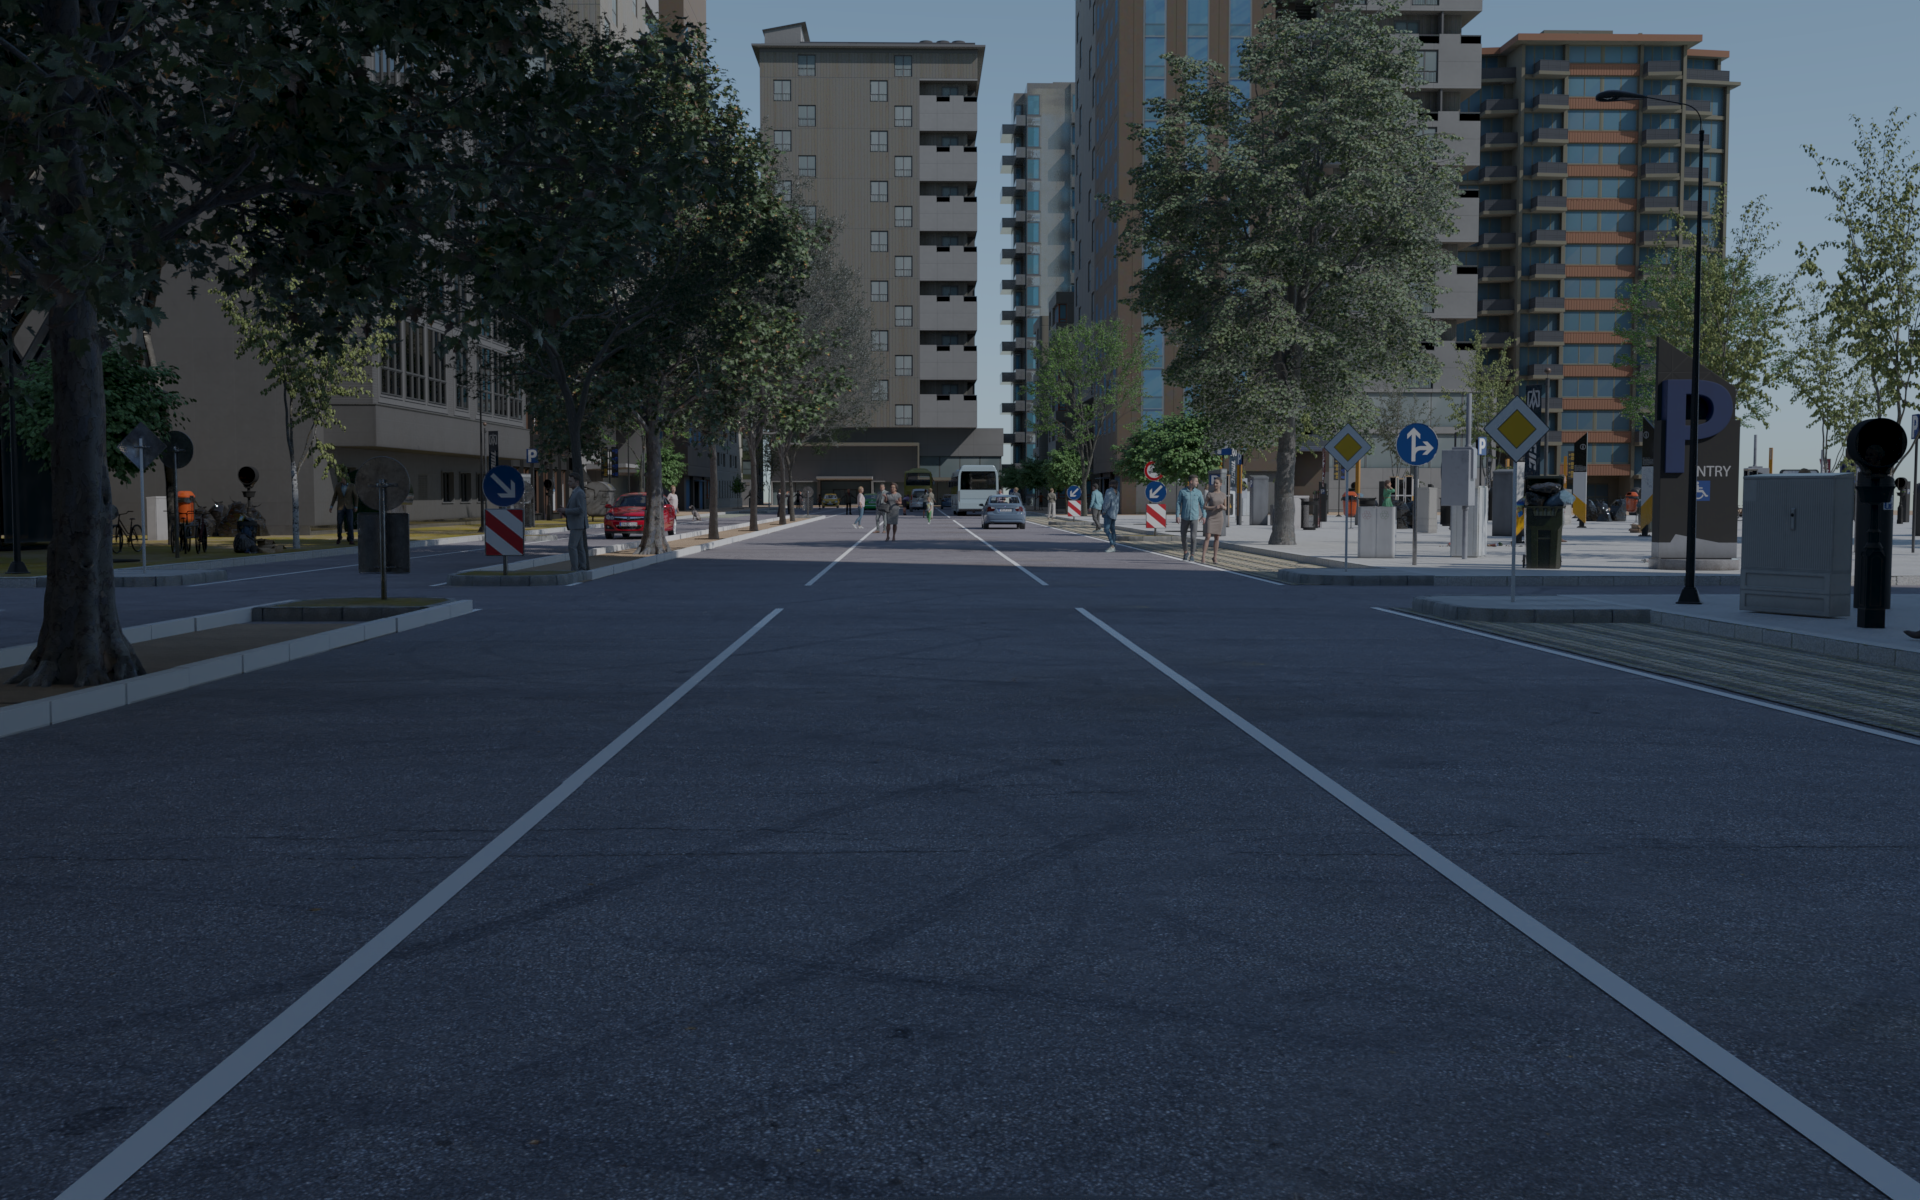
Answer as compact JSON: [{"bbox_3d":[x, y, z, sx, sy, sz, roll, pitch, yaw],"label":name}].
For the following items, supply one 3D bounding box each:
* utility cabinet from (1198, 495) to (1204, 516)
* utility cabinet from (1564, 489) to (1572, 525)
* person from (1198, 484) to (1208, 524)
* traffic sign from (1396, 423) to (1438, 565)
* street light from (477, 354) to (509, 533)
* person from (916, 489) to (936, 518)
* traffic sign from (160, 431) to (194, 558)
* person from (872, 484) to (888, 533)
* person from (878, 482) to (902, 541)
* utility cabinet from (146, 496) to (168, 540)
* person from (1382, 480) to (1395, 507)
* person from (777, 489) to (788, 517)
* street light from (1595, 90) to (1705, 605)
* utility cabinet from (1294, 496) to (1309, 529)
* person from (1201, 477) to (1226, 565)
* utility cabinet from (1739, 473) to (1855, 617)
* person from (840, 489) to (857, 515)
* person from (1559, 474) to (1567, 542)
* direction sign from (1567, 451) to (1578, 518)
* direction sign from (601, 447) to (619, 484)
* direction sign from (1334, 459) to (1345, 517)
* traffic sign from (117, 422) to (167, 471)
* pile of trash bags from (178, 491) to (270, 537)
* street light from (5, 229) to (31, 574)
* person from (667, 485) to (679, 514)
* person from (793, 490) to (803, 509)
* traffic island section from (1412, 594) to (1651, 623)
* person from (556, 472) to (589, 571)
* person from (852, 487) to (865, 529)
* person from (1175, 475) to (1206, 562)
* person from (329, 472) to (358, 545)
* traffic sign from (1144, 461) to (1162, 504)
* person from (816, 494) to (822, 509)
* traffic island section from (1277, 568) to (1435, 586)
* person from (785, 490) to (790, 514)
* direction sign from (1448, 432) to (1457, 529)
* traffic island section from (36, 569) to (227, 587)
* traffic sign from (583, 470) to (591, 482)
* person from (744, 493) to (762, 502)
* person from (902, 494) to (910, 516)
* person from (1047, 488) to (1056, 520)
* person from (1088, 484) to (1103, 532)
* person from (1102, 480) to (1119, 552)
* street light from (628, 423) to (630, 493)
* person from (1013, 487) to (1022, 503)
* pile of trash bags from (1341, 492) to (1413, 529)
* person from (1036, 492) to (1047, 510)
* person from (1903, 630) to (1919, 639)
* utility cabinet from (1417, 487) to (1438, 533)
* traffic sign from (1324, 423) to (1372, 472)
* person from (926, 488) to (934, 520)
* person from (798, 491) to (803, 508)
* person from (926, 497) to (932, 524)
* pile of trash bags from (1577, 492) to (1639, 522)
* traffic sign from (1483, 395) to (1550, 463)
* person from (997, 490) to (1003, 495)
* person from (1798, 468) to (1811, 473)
[{"bbox_3d":[13.995,-5.386,99.219,1.020,1.237,0.306,1,4,12],"label":"utility cabinet"},{"bbox_3d":[24.935,-3.861,71.806,1.173,1.500,0.318,-3,5,-42],"label":"utility cabinet"},{"bbox_3d":[9.369,-3.618,65.946,0.760,1.731,0.466,-1,4,-13],"label":"person"},{"bbox_3d":[8.195,-1.899,31.153,0.768,2.556,0.104,0,4,-1],"label":"traffic sign"},{"bbox_3d":[-15.397,-5.206,57.659,1.470,5.913,1.316,0,4,-1],"label":"street light"},{"bbox_3d":[-2.059,-5.857,105.053,1.217,1.735,0.721,1,4,11],"label":"person"},{"bbox_3d":[-15.734,-2.118,34.741,0.768,2.556,0.104,0,4,6],"label":"traffic sign"},{"bbox_3d":[-2.855,-3.354,63.445,0.635,1.810,0.391,2,4,23],"label":"person"},{"bbox_3d":[-2.133,-2.666,52.445,0.716,1.782,0.532,0,4,3],"label":"person"},{"bbox_3d":[-22.414,-2.286,48.545,0.306,1.237,1.020,0,4,2],"label":"utility cabinet"},{"bbox_3d":[15.469,-3.455,62.781,0.529,1.795,0.600,0,4,5],"label":"person"},{"bbox_3d":[-10.761,-5.855,105.037,0.742,1.727,0.445,0,4,1],"label":"person"},{"bbox_3d":[8.002,-2.908,20.093,1.470,5.913,1.316,0,4,-1],"label":"street light"},{"bbox_3d":[12.421,-3.211,63.667,0.306,1.237,1.020,3,5,44],"label":"utility cabinet"},{"bbox_3d":[5.177,-1.615,35.251,0.599,1.781,0.374,-1,4,-12],"label":"person"},{"bbox_3d":[8.832,-0.590,18.328,0.318,1.500,1.173,-1,4,-22],"label":"utility cabinet"},{"bbox_3d":[-7.663,-6.772,119.355,1.348,1.807,0.705,-1,4,-21],"label":"person"},{"bbox_3d":[16.033,-2.458,46.323,0.391,1.810,0.635,1,4,15],"label":"person"},{"bbox_3d":[32.465,-6.074,91.300,0.876,3.537,0.379,0,4,2],"label":"direction sign"},{"bbox_3d":[-16.768,-5.564,82.960,0.876,3.537,0.379,1,4,11],"label":"direction sign"},{"bbox_3d":[21.387,-6.465,97.693,0.876,3.537,0.379,-2,4,-35],"label":"direction sign"},{"bbox_3d":[-13.209,-1.577,27.976,0.795,2.593,0.064,0,4,-1],"label":"traffic sign"},{"bbox_3d":[-22.200,-2.558,51.576,1.912,1.369,3.447,1,4,9],"label":"pile of trash bags"},{"bbox_3d":[-14.656,-3.377,27.763,1.470,5.913,1.316,0,4,-1],"label":"street light"},{"bbox_3d":[-10.396,-3.210,61.652,0.598,1.740,0.731,1,4,18],"label":"person"},{"bbox_3d":[-15.924,-9.870,170.013,1.348,1.807,0.705,-2,4,-33],"label":"person"},{"bbox_3d":[6.605,0.106,20.550,2.009,0.180,2.903,0,4,-1],"label":"traffic island section"},{"bbox_3d":[-6.654,-1.281,29.649,0.583,1.804,0.606,-2,4,-27],"label":"person"},{"bbox_3d":[-4.201,-3.826,71.734,0.598,1.740,0.731,-2,4,-27],"label":"person"},{"bbox_3d":[4.920,-1.740,36.808,0.638,1.841,0.748,1,4,15],"label":"person"},{"bbox_3d":[-15.680,-2.330,44.057,0.656,1.842,0.836,-3,5,-40],"label":"person"},{"bbox_3d":[7.346,-4.005,65.583,0.768,2.556,0.104,0,4,-1],"label":"traffic sign"},{"bbox_3d":[-13.165,-9.191,162.024,0.557,1.426,1.065,-2,4,-32],"label":"person"},{"bbox_3d":[6.403,-0.382,28.532,2.009,0.180,2.903,0,4,-1],"label":"traffic island section"},{"bbox_3d":[-12.261,-6.967,123.210,0.742,1.727,0.445,1,4,19],"label":"person"},{"bbox_3d":[18.186,-4.384,63.672,0.379,3.537,0.876,1,4,13],"label":"direction sign"},{"bbox_3d":[-13.232,-0.352,28.042,2.009,0.180,2.903,0,4,-1],"label":"traffic island section"},{"bbox_3d":[-16.626,-4.653,76.087,0.884,2.594,0.081,0,4,5],"label":"traffic sign"},{"bbox_3d":[-15.276,-7.276,127.606,1.348,1.807,0.705,0,4,-8],"label":"person"},{"bbox_3d":[-3.611,-6.337,115.335,0.421,1.427,0.697,3,4,36],"label":"person"},{"bbox_3d":[5.138,-5.371,96.868,0.519,1.759,0.362,1,4,12],"label":"person"},{"bbox_3d":[5.117,-3.427,64.554,0.620,1.820,0.660,3,4,37],"label":"person"},{"bbox_3d":[3.742,-2.082,42.799,0.793,1.790,0.793,0,4,2],"label":"person"},{"bbox_3d":[-16.265,-7.050,87.811,1.470,5.913,1.316,0,4,-1],"label":"street light"},{"bbox_3d":[2.968,-4.958,89.991,0.534,1.772,0.576,2,4,32],"label":"person"},{"bbox_3d":[15.869,-3.335,64.283,3.447,1.369,1.912,0,4,0],"label":"pile of trash bags"},{"bbox_3d":[6.630,-8.111,141.913,1.065,1.426,0.557,1,4,10],"label":"person"},{"bbox_3d":[8.602,-0.516,14.881,0.661,1.777,0.834,-2,4,-25],"label":"person"},{"bbox_3d":[15.312,-2.947,56.870,0.318,1.500,1.173,0,4,-7],"label":"utility cabinet"},{"bbox_3d":[6.380,-1.606,28.449,0.795,2.593,0.064,0,4,-1],"label":"traffic sign"},{"bbox_3d":[-1.680,-5.346,96.453,0.362,1.759,0.519,2,4,31],"label":"person"},{"bbox_3d":[-16.482,-10.332,178.223,0.445,1.727,0.742,1,4,14],"label":"person"},{"bbox_3d":[-1.461,-4.266,82.499,0.306,1.304,0.590,1,4,15],"label":"person"},{"bbox_3d":[30.382,-4.339,80.693,1.912,1.369,3.447,-1,4,-17],"label":"pile of trash bags"},{"bbox_3d":[6.582,-1.118,20.467,0.795,2.593,0.064,0,4,-1],"label":"traffic sign"},{"bbox_3d":[2.449,-5.973,107.094,0.756,1.711,0.436,3,5,43],"label":"person"},{"bbox_3d":[11.394,-0.884,23.298,0.624,1.780,0.694,0,4,-2],"label":"person"}]
